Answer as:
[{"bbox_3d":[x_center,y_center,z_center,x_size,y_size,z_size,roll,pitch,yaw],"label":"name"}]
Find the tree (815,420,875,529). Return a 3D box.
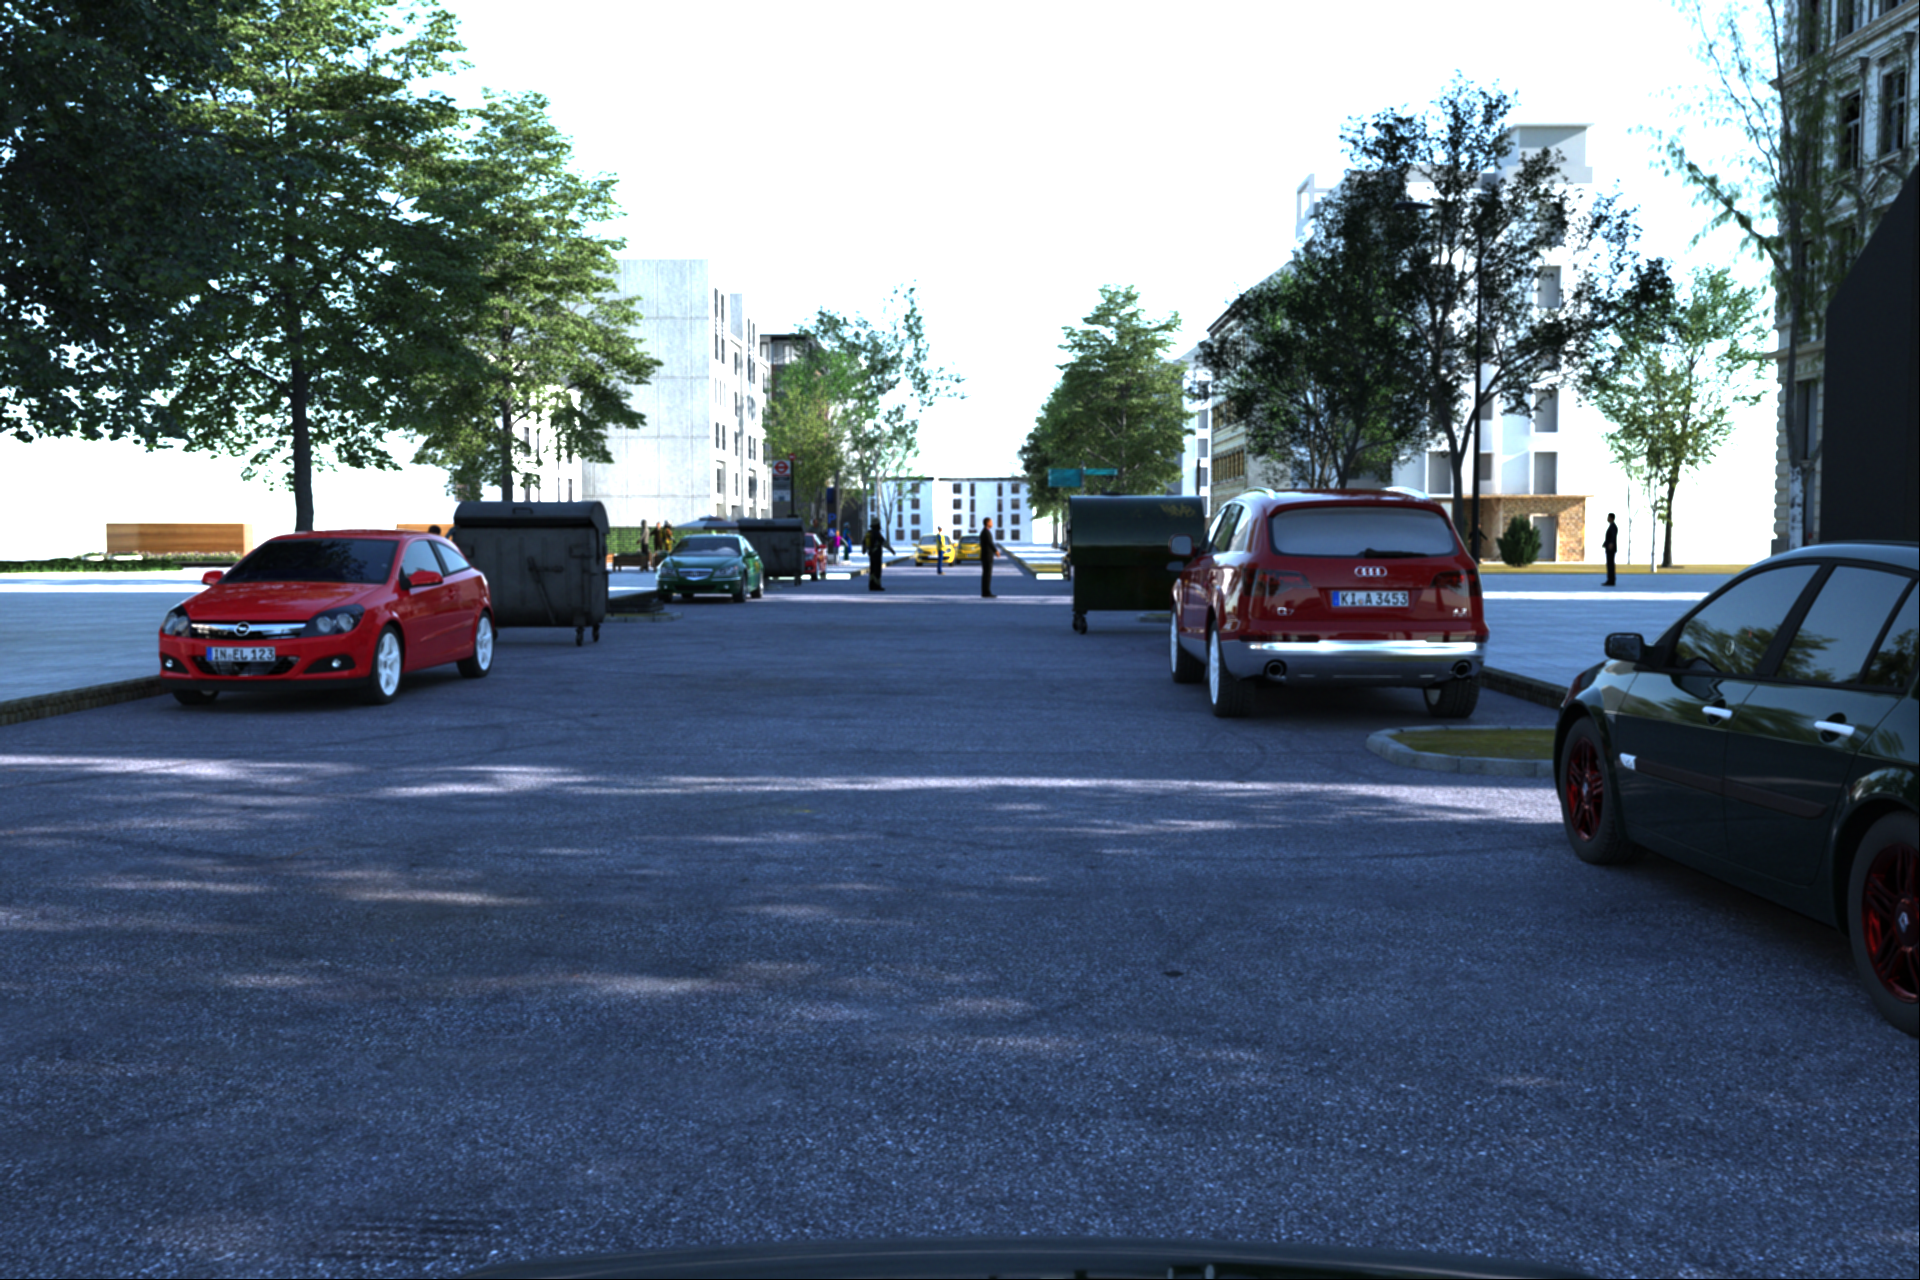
[{"bbox_3d":[-7.774,-9.643,108.021,4.360,8.622,3.978,0,3,0],"label":"tree"}]

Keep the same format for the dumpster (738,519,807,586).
[{"bbox_3d":[-5.217,-2.440,48.111,1.865,1.857,1.264,0,4,1],"label":"dumpster"}]

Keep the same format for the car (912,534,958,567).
[{"bbox_3d":[-1.093,-4.094,77.165,2.015,1.641,3.980,0,4,1],"label":"car"}]

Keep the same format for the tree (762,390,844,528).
[{"bbox_3d":[-7.697,-8.418,87.994,4.737,8.622,4.395,0,3,0],"label":"tree"}]

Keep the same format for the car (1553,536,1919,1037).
[{"bbox_3d":[3.547,0.213,6.305,2.009,1.686,4.222,0,4,1],"label":"car"}]

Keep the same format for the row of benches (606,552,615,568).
[{"bbox_3d":[-13.698,-2.989,64.326,1.422,0.672,4.104,0,4,7],"label":"row of benches"}]

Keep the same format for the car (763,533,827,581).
[{"bbox_3d":[-5.212,-2.777,54.449,2.155,1.783,4.494,0,4,1],"label":"car"}]

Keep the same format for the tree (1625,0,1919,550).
[{"bbox_3d":[9.310,-4.235,19.611,4.360,8.622,3.978,0,3,0],"label":"tree"}]

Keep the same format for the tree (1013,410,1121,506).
[{"bbox_3d":[8.160,-11.340,119.818,8.767,10.594,7.601,-1,4,-18],"label":"tree"}]

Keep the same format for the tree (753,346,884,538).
[{"bbox_3d":[-7.775,-10.389,95.619,9.928,11.665,9.643,0,3,0],"label":"tree"}]

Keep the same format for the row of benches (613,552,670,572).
[{"bbox_3d":[-9.899,-2.658,58.921,4.104,0.672,1.422,0,4,8],"label":"row of benches"}]

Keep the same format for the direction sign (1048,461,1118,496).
[{"bbox_3d":[4.477,-4.517,62.608,2.525,3.948,1.411,0,4,0],"label":"direction sign"}]

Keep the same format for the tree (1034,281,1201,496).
[{"bbox_3d":[7.267,-9.821,78.700,7.486,12.596,7.792,0,3,0],"label":"tree"}]

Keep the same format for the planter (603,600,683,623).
[{"bbox_3d":[-5.724,-0.483,29.036,1.991,0.319,1.994,0,4,1],"label":"planter"}]

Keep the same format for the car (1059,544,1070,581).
[{"bbox_3d":[4.141,-2.732,54.459,2.009,1.686,4.222,0,3,0],"label":"car"}]

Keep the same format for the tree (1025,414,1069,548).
[{"bbox_3d":[8.901,-14.696,158.410,7.486,12.596,7.792,0,3,0],"label":"tree"}]

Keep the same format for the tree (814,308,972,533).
[{"bbox_3d":[-5.643,-17.655,144.544,12.611,20.169,13.585,0,3,0],"label":"tree"}]

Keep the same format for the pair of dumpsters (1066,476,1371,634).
[{"bbox_3d":[3.761,-1.240,25.229,4.436,2.255,1.574,0,4,1],"label":"pair of dumpsters"}]

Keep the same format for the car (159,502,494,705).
[{"bbox_3d":[-5.658,-0.418,15.881,2.155,1.783,4.494,0,4,1],"label":"car"}]

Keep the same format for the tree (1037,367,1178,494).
[{"bbox_3d":[7.584,-9.412,88.306,7.601,10.594,8.767,-1,4,-13],"label":"tree"}]

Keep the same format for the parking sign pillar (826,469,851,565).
[{"bbox_3d":[-5.237,-5.088,71.664,1.447,3.967,1.447,0,4,1],"label":"parking sign pillar"}]

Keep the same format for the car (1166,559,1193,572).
[{"bbox_3d":[3.585,-0.708,20.613,2.155,1.783,4.494,0,4,1],"label":"car"}]

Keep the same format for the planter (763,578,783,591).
[{"bbox_3d":[-5.577,-1.415,44.273,1.991,0.319,1.994,0,4,1],"label":"planter"}]

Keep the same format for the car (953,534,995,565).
[{"bbox_3d":[0.646,-4.439,82.805,2.015,1.641,3.980,0,4,1],"label":"car"}]

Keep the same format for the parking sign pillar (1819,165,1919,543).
[{"bbox_3d":[7.179,-1.524,13.384,1.447,3.967,1.447,0,4,0],"label":"parking sign pillar"}]

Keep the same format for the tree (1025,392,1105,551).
[{"bbox_3d":[8.390,-13.269,135.081,7.486,12.596,7.792,0,3,0],"label":"tree"}]

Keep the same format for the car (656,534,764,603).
[{"bbox_3d":[-5.380,-1.581,37.644,2.131,1.459,4.920,0,4,1],"label":"car"}]

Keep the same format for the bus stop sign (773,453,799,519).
[{"bbox_3d":[-5.748,-4.189,57.190,0.855,3.939,0.416,0,4,0],"label":"bus stop sign"}]

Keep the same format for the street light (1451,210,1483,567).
[{"bbox_3d":[7.807,-3.166,24.310,1.470,5.913,1.316,0,4,1],"label":"street light"}]

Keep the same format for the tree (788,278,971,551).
[{"bbox_3d":[-5.778,-16.621,127.649,12.611,20.169,13.585,0,3,0],"label":"tree"}]

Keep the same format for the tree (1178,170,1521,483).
[{"bbox_3d":[9.958,-6.787,45.386,8.767,10.594,7.601,0,4,-4],"label":"tree"}]

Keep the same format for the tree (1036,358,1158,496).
[{"bbox_3d":[8.085,-10.796,102.266,9.928,11.665,9.643,0,3,0],"label":"tree"}]

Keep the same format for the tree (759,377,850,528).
[{"bbox_3d":[-7.319,-8.050,81.984,4.737,8.622,4.395,0,3,0],"label":"tree"}]

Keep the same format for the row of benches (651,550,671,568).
[{"bbox_3d":[-9.881,-3.104,66.220,4.104,0.672,1.422,-1,4,-21],"label":"row of benches"}]

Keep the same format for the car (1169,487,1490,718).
[{"bbox_3d":[3.022,-0.390,15.054,2.281,1.827,5.304,0,4,1],"label":"car"}]

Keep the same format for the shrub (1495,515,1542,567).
[{"bbox_3d":[21.584,-3.843,66.875,1.661,2.075,1.752,0,3,0],"label":"shrub"}]

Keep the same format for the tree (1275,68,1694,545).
[{"bbox_3d":[10.002,-6.091,34.004,8.767,10.594,7.601,2,4,29],"label":"tree"}]

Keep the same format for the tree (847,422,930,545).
[{"bbox_3d":[-6.580,-14.244,158.637,9.928,11.665,9.643,0,3,0],"label":"tree"}]

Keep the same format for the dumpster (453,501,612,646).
[{"bbox_3d":[-5.560,-0.876,22.544,1.865,1.857,1.264,0,4,1],"label":"dumpster"}]

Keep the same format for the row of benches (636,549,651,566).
[{"bbox_3d":[-13.016,-3.413,71.258,1.422,0.672,4.104,-1,4,-10],"label":"row of benches"}]
